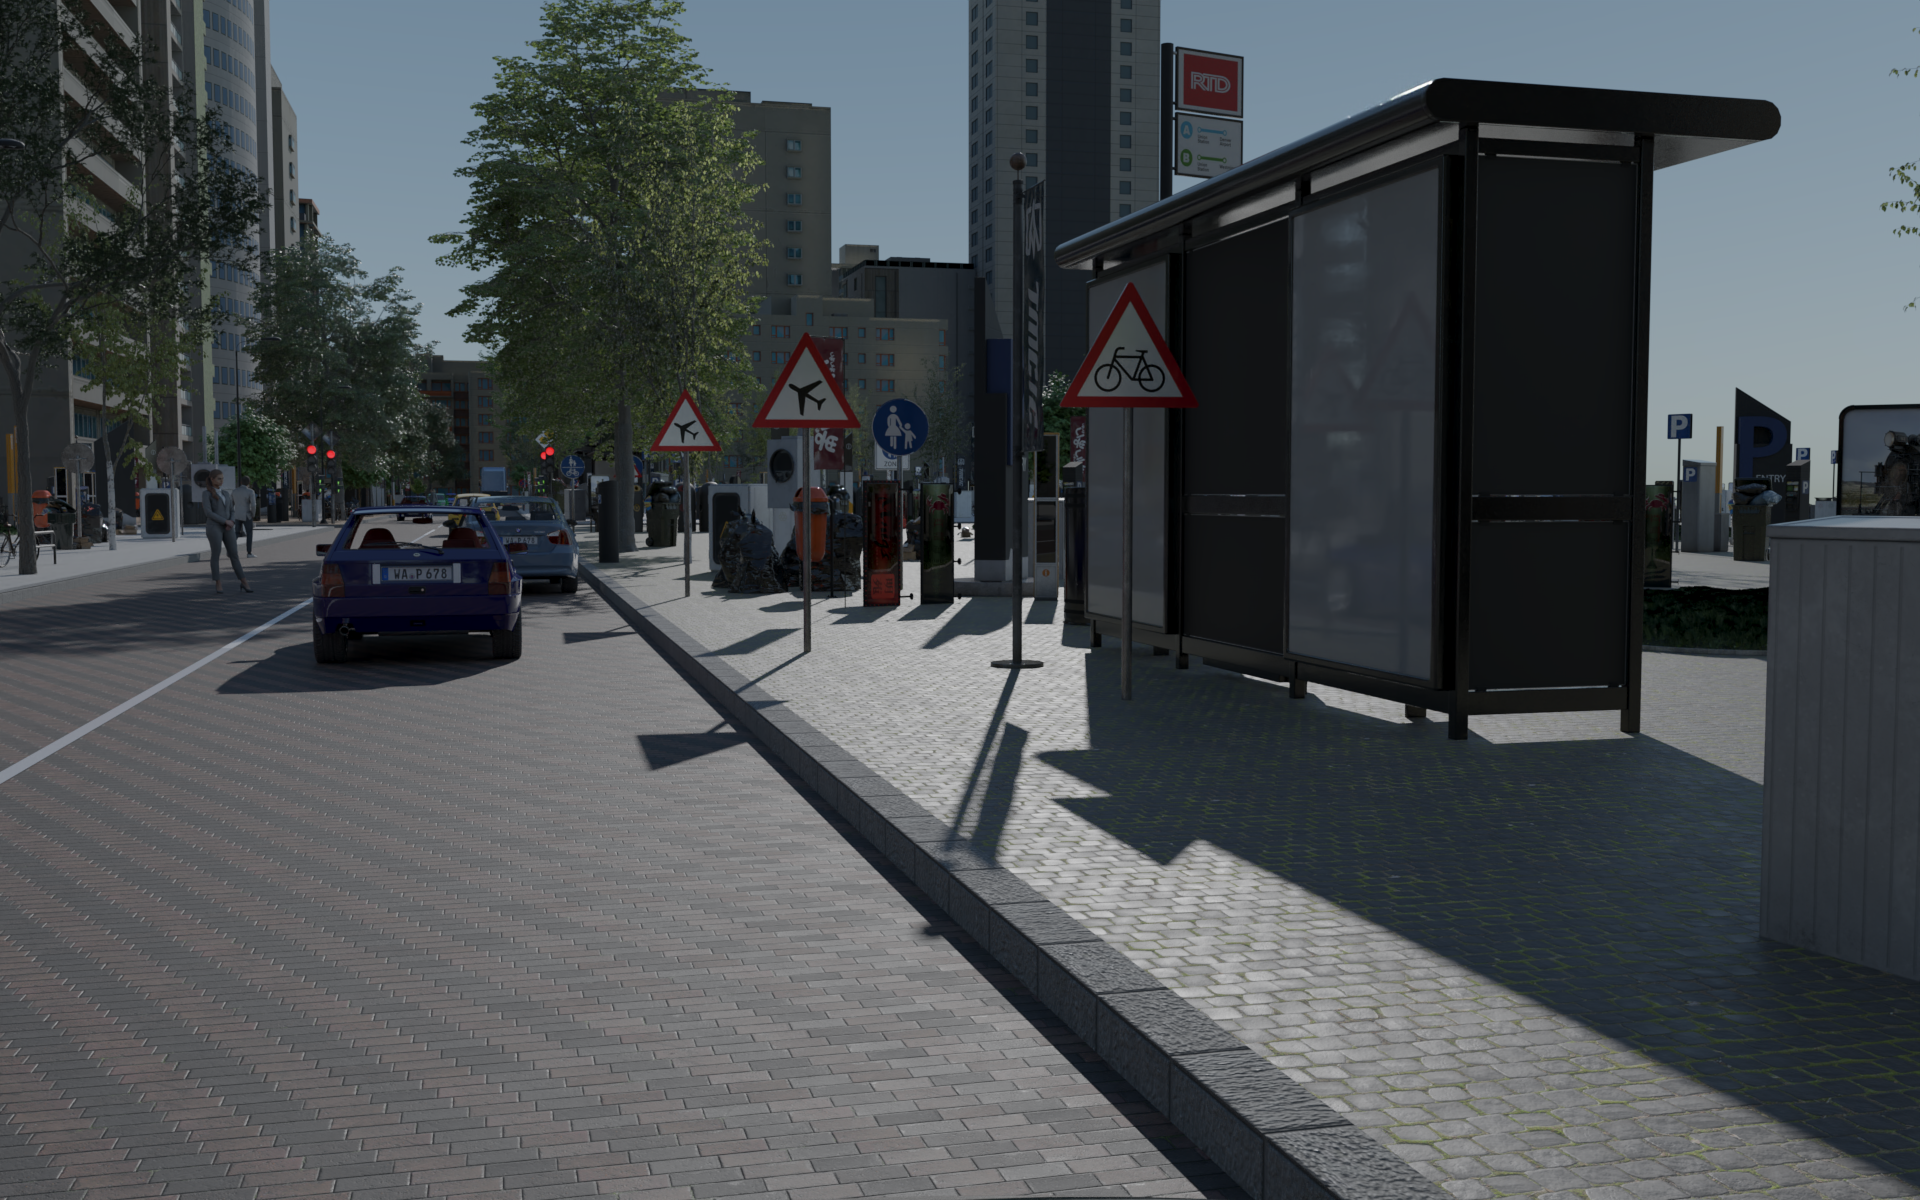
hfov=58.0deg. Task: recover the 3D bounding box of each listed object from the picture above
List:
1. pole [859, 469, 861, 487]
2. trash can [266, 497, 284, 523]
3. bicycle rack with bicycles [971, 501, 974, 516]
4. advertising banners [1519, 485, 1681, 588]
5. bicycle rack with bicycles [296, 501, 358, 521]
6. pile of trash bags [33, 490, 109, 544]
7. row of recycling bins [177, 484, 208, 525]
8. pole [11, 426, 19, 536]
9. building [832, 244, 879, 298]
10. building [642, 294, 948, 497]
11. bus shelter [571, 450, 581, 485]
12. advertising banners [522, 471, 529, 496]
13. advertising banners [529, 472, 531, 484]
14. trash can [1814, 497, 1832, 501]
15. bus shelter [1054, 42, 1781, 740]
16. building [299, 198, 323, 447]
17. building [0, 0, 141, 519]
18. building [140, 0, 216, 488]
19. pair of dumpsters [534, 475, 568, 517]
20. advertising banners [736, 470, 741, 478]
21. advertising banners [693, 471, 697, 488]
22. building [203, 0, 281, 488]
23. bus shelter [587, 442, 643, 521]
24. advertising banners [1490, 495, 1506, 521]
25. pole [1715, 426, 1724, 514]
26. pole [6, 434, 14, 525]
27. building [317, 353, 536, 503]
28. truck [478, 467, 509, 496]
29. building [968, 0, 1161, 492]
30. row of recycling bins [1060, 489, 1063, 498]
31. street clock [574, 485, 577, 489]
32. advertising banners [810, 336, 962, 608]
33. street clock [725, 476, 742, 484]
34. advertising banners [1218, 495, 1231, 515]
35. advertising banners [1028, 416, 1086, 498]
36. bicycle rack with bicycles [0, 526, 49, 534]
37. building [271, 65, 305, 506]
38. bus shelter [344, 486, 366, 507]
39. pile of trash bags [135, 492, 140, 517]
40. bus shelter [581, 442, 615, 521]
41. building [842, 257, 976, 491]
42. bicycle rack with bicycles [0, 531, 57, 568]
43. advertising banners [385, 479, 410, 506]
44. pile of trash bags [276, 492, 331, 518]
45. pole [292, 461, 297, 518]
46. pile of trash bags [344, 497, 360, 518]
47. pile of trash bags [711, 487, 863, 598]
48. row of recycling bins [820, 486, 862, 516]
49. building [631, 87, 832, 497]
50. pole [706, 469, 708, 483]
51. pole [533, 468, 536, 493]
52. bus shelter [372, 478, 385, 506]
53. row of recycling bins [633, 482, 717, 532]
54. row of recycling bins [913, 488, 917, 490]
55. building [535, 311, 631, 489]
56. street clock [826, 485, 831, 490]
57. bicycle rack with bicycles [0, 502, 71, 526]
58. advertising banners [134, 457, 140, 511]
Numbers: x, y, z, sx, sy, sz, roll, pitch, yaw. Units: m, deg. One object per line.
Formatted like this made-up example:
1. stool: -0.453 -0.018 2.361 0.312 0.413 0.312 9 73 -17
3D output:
1. pole: -8.224 -9.068 142.099 0.158 3.312 0.155 0 3 0
2. trash can: -30.727 -4.041 77.732 0.748 1.137 0.748 0 3 0
3. bicycle rack with bicycles: 1.610 -5.193 98.288 2.925 0.926 2.852 3 5 39
4. advertising banners: 8.875 -1.702 24.011 2.074 3.025 0.090 2 4 24
5. bicycle rack with bicycles: -31.808 -4.486 86.735 2.925 0.926 2.852 0 4 2
6. pile of trash bags: -23.136 -2.128 44.541 1.912 1.369 3.447 -1 4 -12
7. row of recycling bins: -32.867 -4.095 74.070 1.069 1.692 3.534 -1 4 -14
8. pole: -28.052 -3.537 51.674 0.158 3.312 0.155 0 3 0
9. building: -15.530 -35.518 272.595 23.993 40.220 32.217 -1 4 -15
10. building: -18.266 -20.605 181.929 27.650 21.520 28.899 -1 4 -15
11. bus shelter: -20.187 -6.319 94.592 1.731 3.624 6.357 -1 4 -15
12. advertising banners: -33.454 -8.362 132.906 0.090 3.025 2.074 -1 4 -9
13. advertising banners: -33.385 -8.557 136.094 0.090 3.025 2.074 2 4 24
14. trash can: 36.659 -3.785 73.535 0.748 1.137 0.748 0 3 0
15. bus shelter: 2.239 -2.175 13.191 2.179 5.291 8.768 -1 4 -15
16. building: -105.312 -36.035 243.792 28.867 44.769 22.147 -1 4 -15
17. building: -56.387 -28.559 90.634 21.300 48.544 21.600 -1 4 -15
18. building: -61.119 -26.772 121.319 14.154 41.232 14.086 -1 4 -15
19. pair of dumpsters: -20.626 -5.194 87.415 1.574 2.255 4.437 -1 4 -15
20. advertising banners: -16.734 -8.023 127.365 0.090 3.025 2.074 -3 5 -44
21. advertising banners: -20.795 -8.393 133.407 0.090 3.025 2.074 2 4 24
22. building: -73.953 -37.436 154.078 21.231 58.520 28.212 -1 4 -15
23. bus shelter: -13.300 -4.486 67.271 2.014 3.302 5.546 -1 4 -15
24. advertising banners: 9.620 -2.154 31.403 2.074 3.025 0.090 1 4 10
25. pole: 22.825 -3.563 52.100 0.158 3.312 0.155 0 3 0
26. pole: -32.215 -3.973 58.795 0.158 3.312 0.155 0 3 0
27. building: -77.590 -25.044 254.504 28.899 21.520 27.650 -1 4 -15
28. truck: -45.189 -10.925 168.384 2.967 4.110 18.799 -1 4 -16
29. building: 11.384 -47.477 214.505 20.611 71.187 20.563 -1 4 -15
30. row of recycling bins: 9.608 -8.818 151.294 3.534 1.692 1.069 3 4 37
31. street clock: -31.511 -8.398 141.870 0.358 2.002 0.471 -2 4 -35
32. advertising banners: -0.867 -1.440 19.728 2.074 3.025 0.090 -2 4 -33
33. street clock: -8.850 -3.898 68.297 0.358 2.002 0.471 3 4 36
34. advertising banners: 9.020 -4.136 63.818 2.074 3.025 0.090 0 4 2
35. advertising banners: 2.013 -2.623 39.078 2.074 3.025 0.090 2 4 28
36. bicycle rack with bicycles: -33.678 -2.886 60.576 2.852 0.926 2.925 -2 4 -32
37. building: -84.349 -34.588 189.221 21.600 48.544 21.300 -1 4 -15
38. bus shelter: -41.759 -7.864 119.866 1.731 3.624 6.357 -1 4 -15
39. pile of trash bags: -45.466 -5.292 96.278 1.912 1.369 3.447 -1 4 -13
40. bus shelter: -16.445 -5.456 80.494 1.731 3.624 6.357 -1 4 -15
41. building: -6.505 -27.141 215.459 14.107 30.474 14.160 -1 4 -15
42. bicycle rack with bicycles: -17.339 -1.043 30.430 2.852 0.926 2.925 -1 4 -10
43. advertising banners: -46.867 -9.073 144.528 2.074 3.025 0.090 -1 4 -19
44. pile of trash bags: -34.578 -4.991 91.359 3.447 1.369 1.912 -1 4 -13
45. pole: -36.299 -6.151 94.414 0.158 3.312 0.155 0 3 0
46. pile of trash bags: -34.353 -5.188 94.583 3.447 1.369 1.912 1 4 11
47. pile of trash bags: -2.174 -0.797 22.780 1.912 1.369 3.447 -1 4 -15
48. row of recycling bins: -5.814 -4.761 84.948 3.534 1.692 1.069 2 4 31
49. building: -27.315 -35.541 204.789 21.300 48.544 21.600 -1 4 -15
50. pole: -20.809 -9.091 142.485 0.158 3.312 0.155 0 3 0
51. pole: -33.130 -8.633 135.000 0.158 3.312 0.155 0 3 0
52. bus shelter: -45.413 -8.615 134.774 2.014 3.302 5.546 -1 4 -15
53. row of recycling bins: -9.836 -3.161 58.795 3.534 1.692 1.069 -1 4 -13
54. row of recycling bins: -3.641 -8.598 147.693 1.069 1.692 3.534 -1 4 -23
55. building: -54.921 -29.418 252.686 14.107 30.474 14.160 -1 4 -15
56. street clock: -10.892 -8.530 144.031 0.471 2.002 0.358 2 4 25
57. bicycle rack with bicycles: -40.605 -3.847 76.287 2.852 0.926 2.925 -3 5 -43
58. advertising banners: -37.043 -5.080 79.249 2.074 3.025 0.090 0 4 -1
